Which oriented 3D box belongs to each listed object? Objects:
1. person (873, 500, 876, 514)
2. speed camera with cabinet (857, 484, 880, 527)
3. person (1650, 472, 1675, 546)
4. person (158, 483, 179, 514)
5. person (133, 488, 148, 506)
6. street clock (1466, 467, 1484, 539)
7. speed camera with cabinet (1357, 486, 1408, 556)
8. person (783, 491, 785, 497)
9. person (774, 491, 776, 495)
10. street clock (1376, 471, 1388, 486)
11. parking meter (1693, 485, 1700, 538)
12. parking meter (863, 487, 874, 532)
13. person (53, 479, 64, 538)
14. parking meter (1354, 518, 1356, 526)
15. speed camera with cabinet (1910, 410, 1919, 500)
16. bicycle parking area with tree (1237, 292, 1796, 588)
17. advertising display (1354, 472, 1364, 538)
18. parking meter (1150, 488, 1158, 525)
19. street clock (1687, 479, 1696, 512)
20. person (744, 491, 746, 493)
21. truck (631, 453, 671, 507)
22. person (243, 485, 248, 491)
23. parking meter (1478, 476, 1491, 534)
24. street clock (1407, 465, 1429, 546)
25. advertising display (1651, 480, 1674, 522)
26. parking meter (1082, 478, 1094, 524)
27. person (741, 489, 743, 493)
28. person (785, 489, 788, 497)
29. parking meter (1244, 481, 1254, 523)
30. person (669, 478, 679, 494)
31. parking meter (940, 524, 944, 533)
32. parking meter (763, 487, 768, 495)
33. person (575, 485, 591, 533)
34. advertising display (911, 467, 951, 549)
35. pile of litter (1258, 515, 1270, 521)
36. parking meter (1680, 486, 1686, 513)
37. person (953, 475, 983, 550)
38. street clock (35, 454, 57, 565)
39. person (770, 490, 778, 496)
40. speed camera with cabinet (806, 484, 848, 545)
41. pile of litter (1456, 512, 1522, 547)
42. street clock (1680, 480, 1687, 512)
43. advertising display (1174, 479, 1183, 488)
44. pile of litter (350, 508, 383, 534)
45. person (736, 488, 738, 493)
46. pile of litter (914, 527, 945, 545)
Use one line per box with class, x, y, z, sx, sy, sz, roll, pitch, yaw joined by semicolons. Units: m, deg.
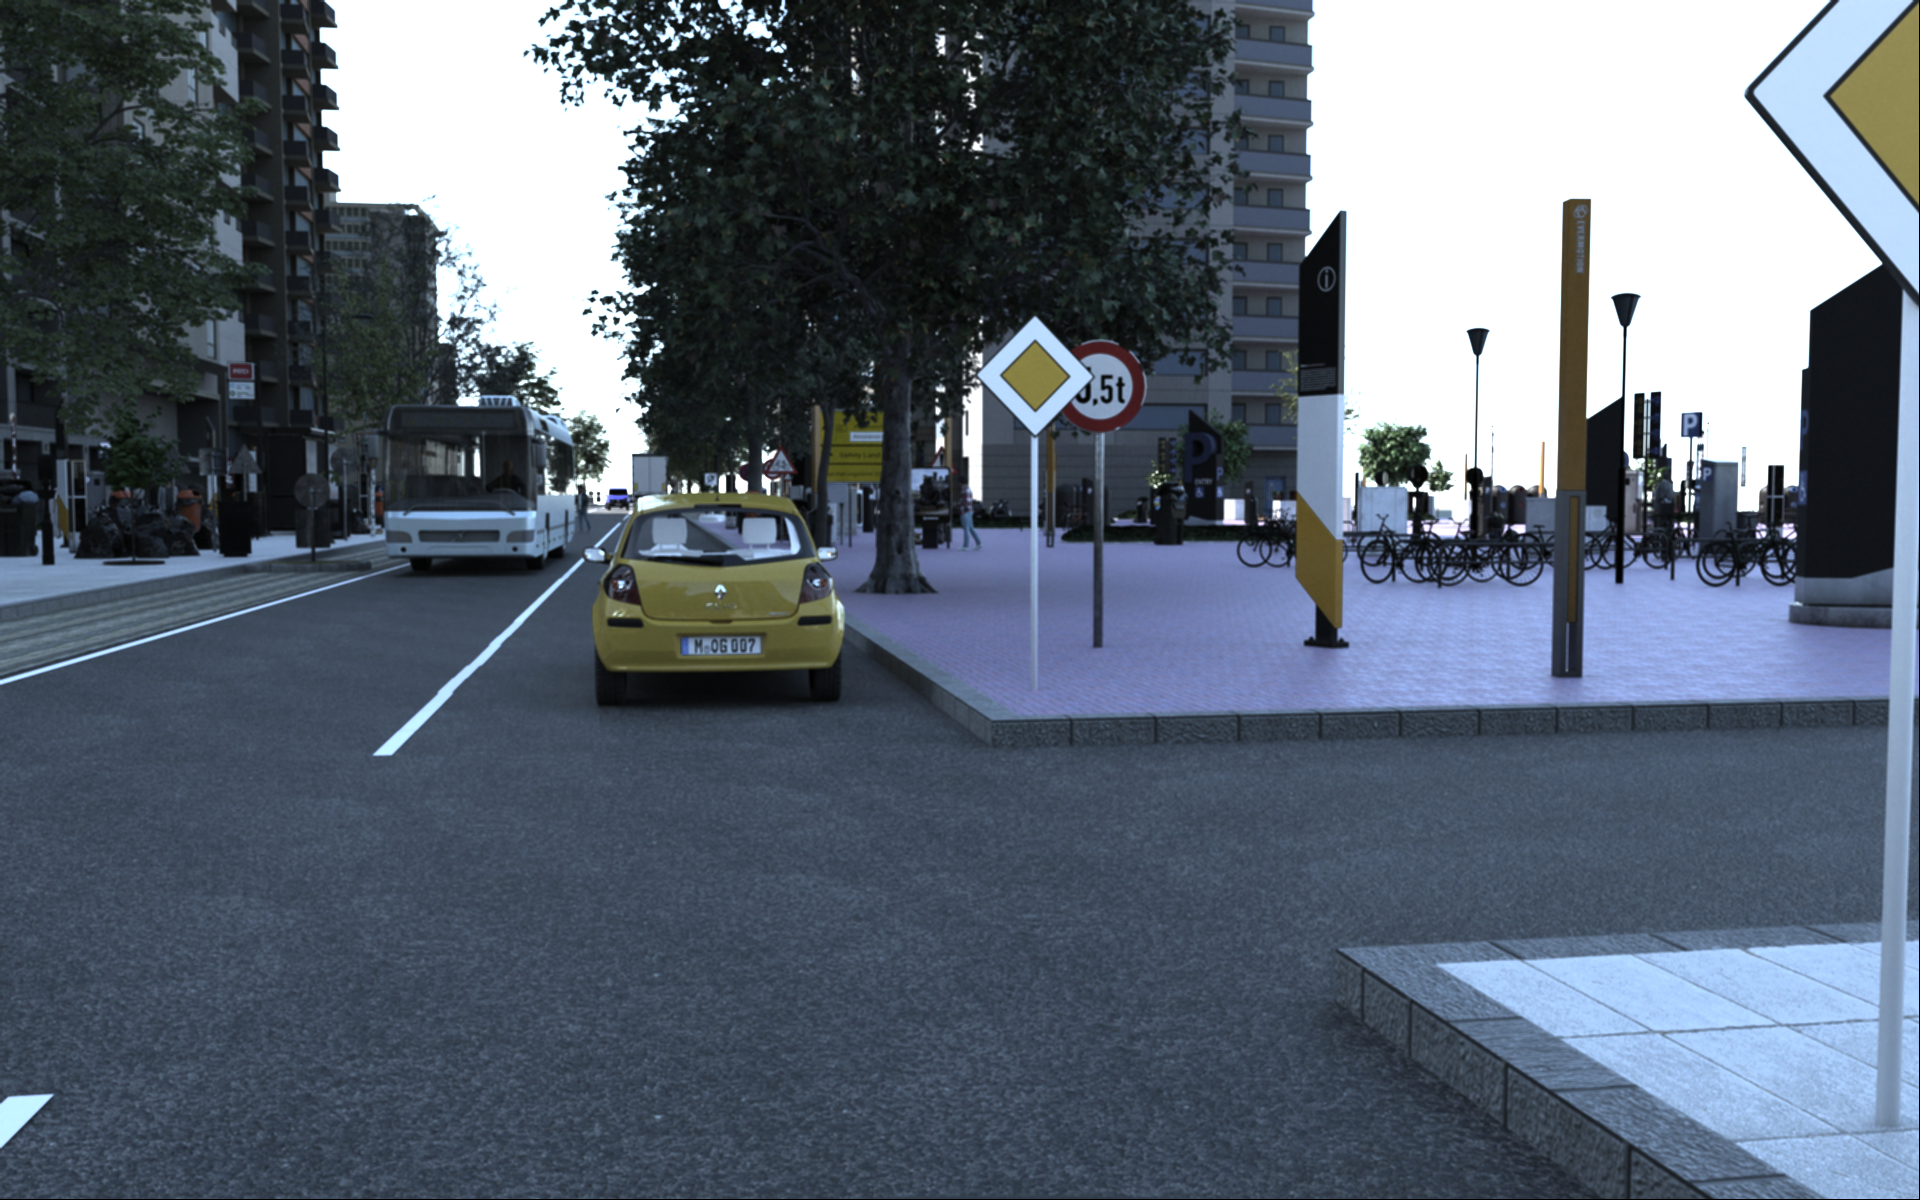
person;-4.488;-5.184;90.747;0.705;1.831;1.348;0;4;-5
speed camera with cabinet;-3.878;-4.468;67.386;0.660;3.252;2.038;3;4;37
person;17.368;-2.233;42.658;0.850;1.850;0.679;-1;4;-14
person;-20.543;-2.380;45.138;0.709;1.800;0.728;-3;4;-37
person;-31.936;-3.728;67.351;0.532;1.782;0.716;1;4;23
street clock;13.982;-2.599;47.069;0.358;2.002;0.471;-1;4;-22
speed camera with cabinet;8.229;-2.544;35.934;2.038;3.252;0.660;1;4;9
person;-21.084;-12.175;206.572;0.593;1.643;0.415;2;4;33
person;-23.354;-12.904;217.740;0.721;1.735;1.217;-2;4;-34
street clock;13.101;-3.011;53.795;0.358;2.002;0.471;3;4;36
parking meter;19.744;-2.307;46.132;0.372;1.533;0.369;0;3;0
parking meter;-3.088;-3.049;58.270;0.372;1.533;0.369;0;3;0
person;-26.112;-2.671;50.283;0.524;1.755;0.480;3;4;37
parking meter;16.020;-3.737;69.511;0.372;1.533;0.369;0;3;0
speed camera with cabinet;22.206;-2.718;38.783;2.038;3.252;0.660;-2;4;-34
bicycle parking area with tree;9.054;-2.471;27.411;9.016;4.147;8.231;0;4;7
advertising display;11.586;-2.759;50.320;0.123;1.923;0.974;1;4;21
parking meter;8.085;-3.883;71.905;0.372;1.533;0.369;0;3;0
street clock;35.440;-4.829;83.532;0.471;2.002;0.358;1;4;16
person;-29.780;-14.242;239.624;1.217;1.735;0.721;1;4;17
truck;-22.074;-8.243;123.686;2.839;4.237;11.283;-1;4;-9
person;-34.724;-4.716;83.935;0.721;1.735;1.217;-1;4;-21
parking meter;16.702;-3.027;55.204;0.399;1.863;0.255;-2;4;-29
street clock;11.348;-2.349;42.978;0.471;2.002;0.358;-1;4;-9
advertising display;32.646;-4.605;80.498;0.974;1.923;0.123;3;4;38
parking meter;4.731;-3.573;64.133;0.399;1.863;0.255;-3;4;-37
person;-24.974;-11.749;198.215;0.705;1.814;1.350;0;4;2
person;-19.736;-11.664;196.879;0.705;1.807;1.348;0;4;-6
parking meter;12.600;-4.271;75.548;0.399;1.863;0.255;2;4;27
person;-6.308;-1.776;37.955;0.534;1.772;0.576;-2;4;-33
parking meter;-0.470;-2.878;55.471;0.372;1.533;0.369;0;3;0
parking meter;-6.810;-3.132;59.618;0.372;1.533;0.369;0;3;0
person;-14.045;-3.396;64.376;0.623;1.781;0.721;1;4;11
advertising display;-0.701;-2.176;40.787;0.974;1.923;0.123;0;4;4
pile of litter;14.247;-4.195;82.556;1.176;0.858;1.719;2;4;34
parking meter;38.855;-5.347;93.127;0.255;1.863;0.399;2;4;31
person;0.177;-1.988;39.383;0.643;1.720;0.563;1;4;11
street clock;-16.556;-1.641;31.401;0.358;2.002;0.471;-2;4;-25
person;-13.647;-7.310;127.027;0.593;1.643;0.415;-2;4;-30
speed camera with cabinet;-3.420;-3.053;44.259;0.660;3.252;2.038;-1;4;-20
pile of litter;12.986;-1.726;42.182;1.719;0.858;1.176;2;4;26
street clock;36.118;-5.005;86.397;0.358;2.002;0.471;3;5;43
advertising display;9.595;-4.261;74.877;0.123;1.923;0.974;-2;4;-31
pile of litter;-19.220;-2.563;55.865;1.176;0.858;1.719;-2;4;-24
person;-10.579;-4.600;81.270;0.581;1.822;0.654;3;5;44
pile of litter;-1.012;-1.850;44.218;1.176;0.858;1.719;2;4;33
